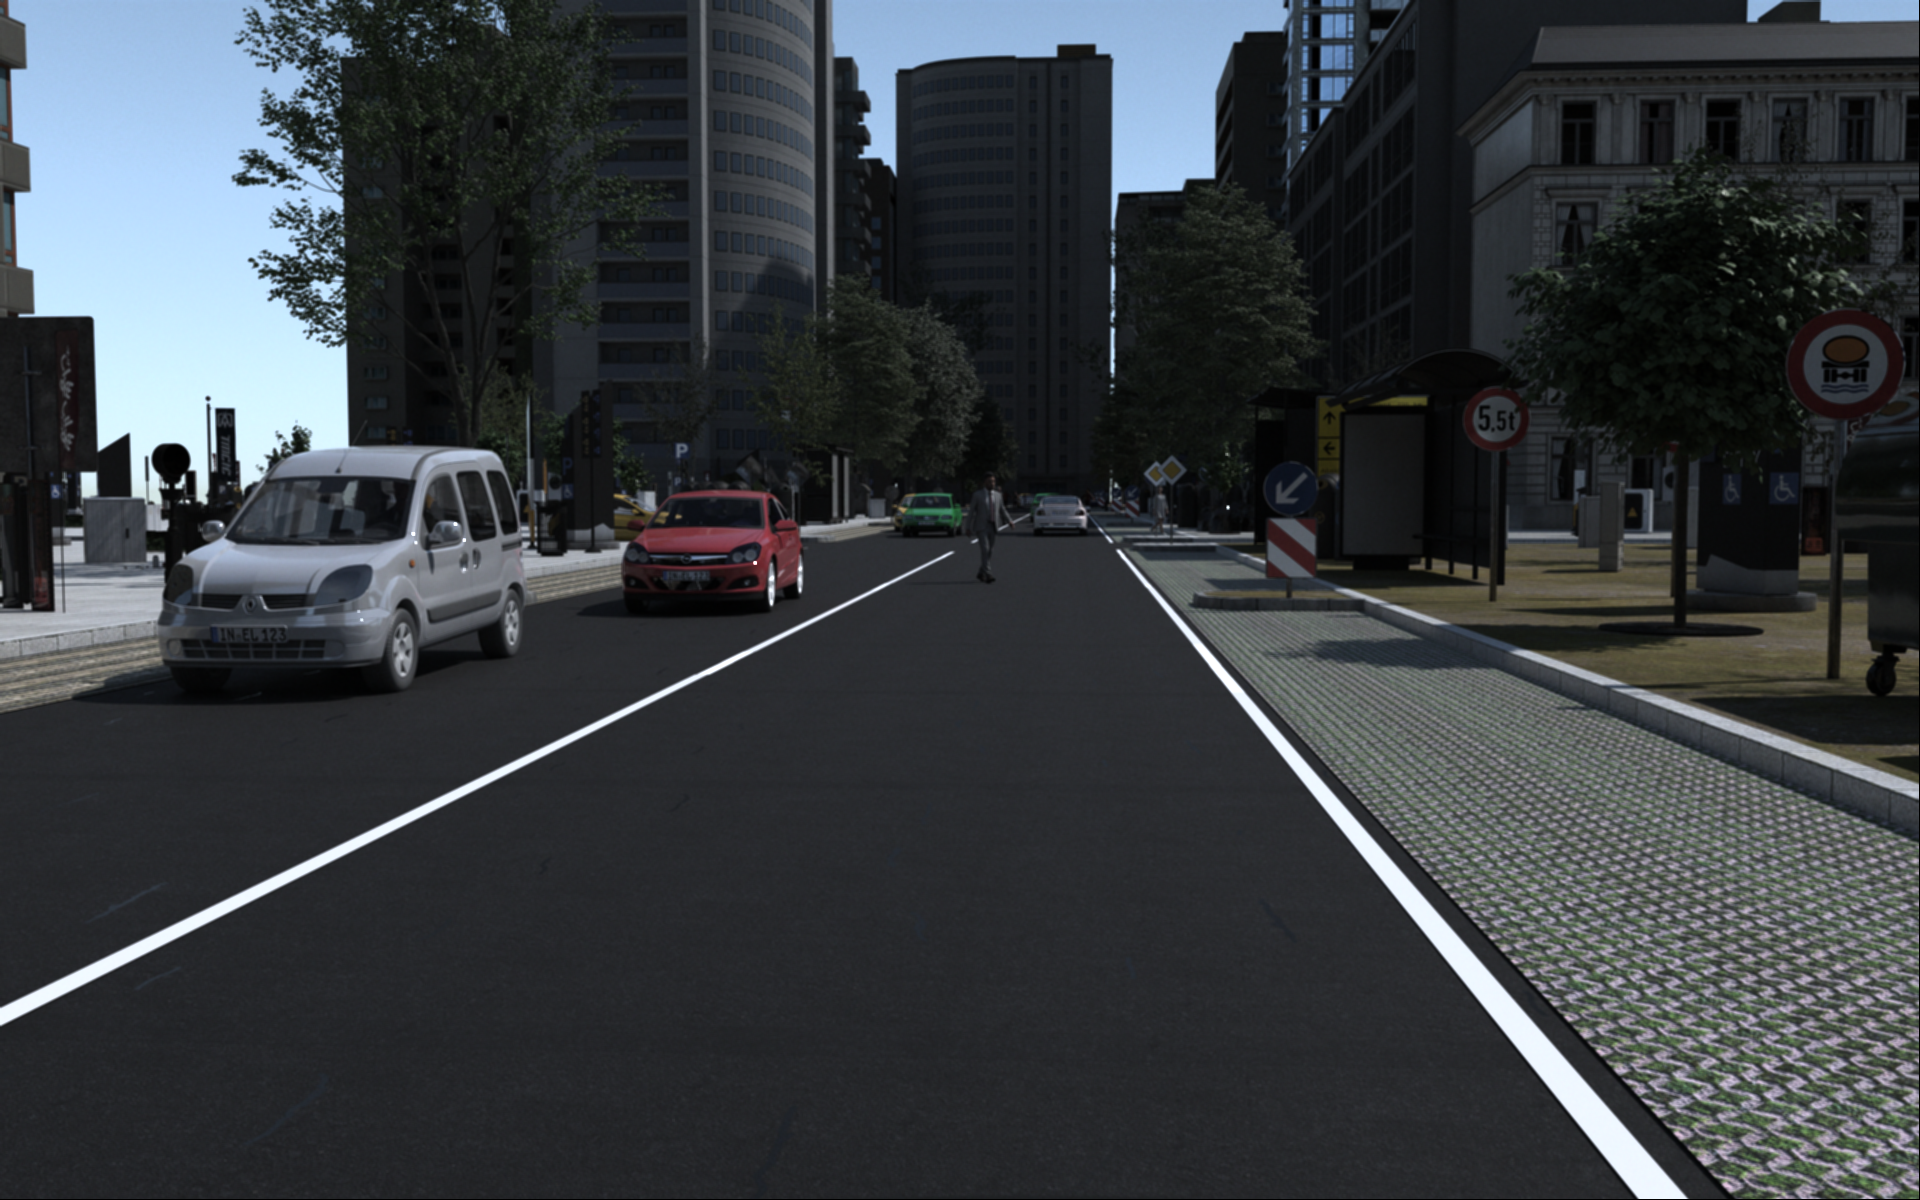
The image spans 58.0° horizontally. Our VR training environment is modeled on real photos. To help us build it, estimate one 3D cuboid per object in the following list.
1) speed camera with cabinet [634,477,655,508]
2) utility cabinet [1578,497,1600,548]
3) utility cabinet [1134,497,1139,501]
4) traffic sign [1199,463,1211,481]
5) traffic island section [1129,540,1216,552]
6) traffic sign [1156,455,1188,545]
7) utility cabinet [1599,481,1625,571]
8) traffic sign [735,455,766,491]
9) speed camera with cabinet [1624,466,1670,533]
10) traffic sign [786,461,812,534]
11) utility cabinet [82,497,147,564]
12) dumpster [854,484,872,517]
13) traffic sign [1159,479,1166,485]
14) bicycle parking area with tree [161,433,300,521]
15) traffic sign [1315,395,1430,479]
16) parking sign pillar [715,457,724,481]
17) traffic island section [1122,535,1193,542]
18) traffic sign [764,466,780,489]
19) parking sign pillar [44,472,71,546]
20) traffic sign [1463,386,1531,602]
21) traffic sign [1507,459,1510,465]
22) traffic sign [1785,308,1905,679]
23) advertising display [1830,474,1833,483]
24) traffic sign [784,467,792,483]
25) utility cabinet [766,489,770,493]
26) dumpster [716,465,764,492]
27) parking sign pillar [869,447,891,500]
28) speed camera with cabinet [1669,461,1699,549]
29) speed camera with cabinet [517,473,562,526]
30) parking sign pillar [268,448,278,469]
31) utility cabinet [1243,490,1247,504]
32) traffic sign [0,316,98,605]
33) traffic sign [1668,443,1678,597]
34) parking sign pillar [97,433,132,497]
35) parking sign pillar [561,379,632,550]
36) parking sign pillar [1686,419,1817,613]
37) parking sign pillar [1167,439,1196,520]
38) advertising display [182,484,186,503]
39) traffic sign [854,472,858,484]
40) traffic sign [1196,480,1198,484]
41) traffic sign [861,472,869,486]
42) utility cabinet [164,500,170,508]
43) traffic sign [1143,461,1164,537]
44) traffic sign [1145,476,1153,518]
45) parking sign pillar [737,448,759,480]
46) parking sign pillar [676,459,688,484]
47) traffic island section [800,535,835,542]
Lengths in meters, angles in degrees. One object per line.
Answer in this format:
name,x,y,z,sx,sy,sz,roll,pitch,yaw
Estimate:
speed camera with cabinet,-19.319,-6.745,104.612,0.660,3.252,2.038,2,4,32
utility cabinet,15.327,-1.852,41.447,1.020,1.237,0.306,-1,4,-13
utility cabinet,12.863,-7.015,123.372,1.173,1.500,0.318,-3,5,-43
traffic sign,10.330,-4.406,72.146,0.768,2.556,0.104,0,4,7
traffic island section,5.397,-1.332,44.059,2.009,0.180,2.903,0,4,4
traffic sign,5.373,-2.467,43.983,0.795,2.450,0.064,0,4,4
utility cabinet,10.907,-1.239,28.935,0.318,1.500,1.173,2,4,25
traffic sign,-5.398,-2.511,44.692,0.795,2.450,0.064,0,4,4
speed camera with cabinet,22.764,-3.826,56.884,2.038,3.252,0.660,2,4,35
traffic sign,-4.887,-2.998,52.661,0.795,2.450,0.064,0,4,4
utility cabinet,-15.719,-1.287,32.212,1.020,1.237,0.306,-2,4,-34
dumpster,-5.589,-5.490,95.527,1.264,1.857,1.865,0,4,4
traffic sign,9.998,-5.166,86.598,0.606,2.300,0.079,1,4,13
bicycle parking area with tree,-33.069,-5.850,82.653,9.016,4.147,8.231,-3,5,-42
traffic sign,8.483,-2.558,35.703,2.265,3.308,0.079,1,4,12
parking sign pillar,-17.484,-8.402,125.844,1.447,3.967,1.447,-1,4,-17
traffic island section,5.908,-1.819,52.028,2.009,0.180,2.903,0,4,4
traffic sign,-8.688,-4.857,79.417,0.884,2.594,0.081,1,4,13
parking sign pillar,-23.012,-3.345,43.156,1.447,3.967,1.447,1,4,23
traffic sign,6.367,-1.254,20.614,0.768,2.556,0.104,1,4,13
traffic sign,9.696,-1.957,32.006,0.884,2.594,0.081,0,4,7
traffic sign,6.070,-0.725,11.961,0.768,2.556,0.104,1,4,9
advertising display,28.972,-3.170,57.045,0.974,1.923,0.123,-2,4,-30
traffic sign,-7.803,-4.922,80.588,0.768,2.556,0.104,0,4,4
utility cabinet,-8.146,-4.182,77.049,0.318,1.500,1.173,-3,5,-40
dumpster,-7.537,-3.436,58.669,1.502,2.255,1.985,0,4,4
parking sign pillar,-4.550,-6.748,98.798,1.447,3.967,1.447,-3,5,-41
speed camera with cabinet,17.556,-2.869,41.237,0.660,3.252,2.038,2,4,35
speed camera with cabinet,-16.856,-4.623,69.926,2.038,3.252,0.660,1,4,13
parking sign pillar,-39.800,-6.866,100.727,1.447,3.967,1.447,-2,4,-35
utility cabinet,14.241,-4.712,85.725,1.173,1.500,0.318,-3,5,-43
traffic sign,-11.035,-1.596,19.967,2.265,3.308,0.079,0,4,5
traffic sign,8.880,-1.306,21.466,0.768,2.556,0.104,1,4,12
parking sign pillar,-36.995,-5.337,75.735,1.447,3.967,1.447,-3,4,-39
parking sign pillar,-8.651,-3.166,40.233,1.447,3.967,1.447,2,4,32
parking sign pillar,8.803,-1.886,19.302,1.447,3.967,1.447,-1,4,-9
parking sign pillar,10.889,-5.899,84.923,1.447,3.967,1.447,2,4,33
advertising display,-51.693,-6.762,115.777,0.123,1.923,0.974,0,4,-2
traffic sign,-6.170,-5.998,98.171,0.768,2.556,0.104,1,4,12
traffic sign,12.715,-5.843,95.540,0.884,2.594,0.081,1,4,9
traffic sign,-5.396,-6.166,100.927,0.768,2.556,0.104,0,4,8
utility cabinet,-48.626,-5.985,106.530,0.318,1.500,1.173,-1,4,-8
traffic sign,5.884,-2.955,51.952,0.795,2.450,0.064,0,4,4
traffic sign,10.265,-5.664,92.708,0.768,2.556,0.104,1,4,13
parking sign pillar,-12.229,-6.822,100.018,1.447,3.967,1.447,0,4,-7
parking sign pillar,-15.326,-6.544,95.465,1.447,3.967,1.447,-1,4,-18
traffic island section,-4.911,-1.862,52.724,2.009,0.180,2.903,0,4,4
